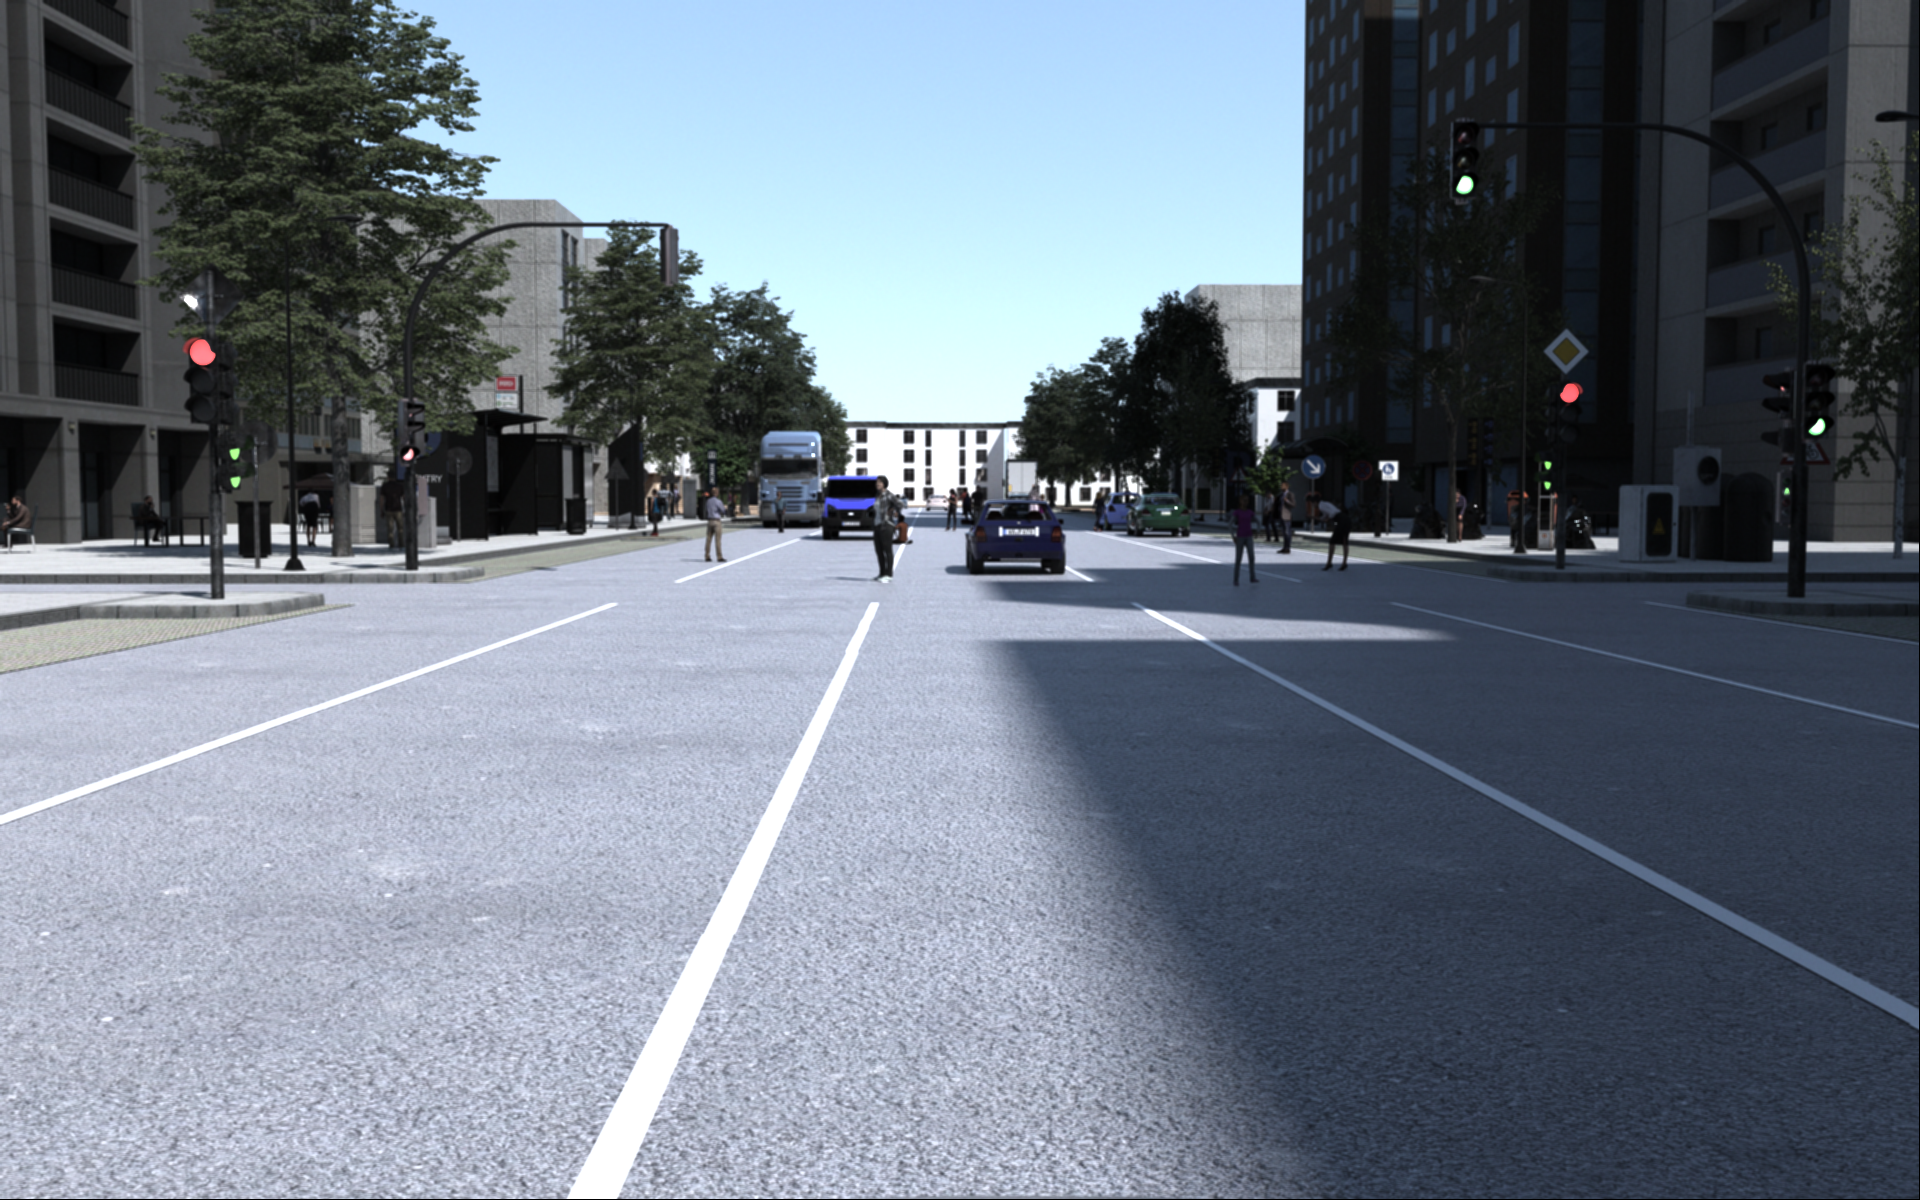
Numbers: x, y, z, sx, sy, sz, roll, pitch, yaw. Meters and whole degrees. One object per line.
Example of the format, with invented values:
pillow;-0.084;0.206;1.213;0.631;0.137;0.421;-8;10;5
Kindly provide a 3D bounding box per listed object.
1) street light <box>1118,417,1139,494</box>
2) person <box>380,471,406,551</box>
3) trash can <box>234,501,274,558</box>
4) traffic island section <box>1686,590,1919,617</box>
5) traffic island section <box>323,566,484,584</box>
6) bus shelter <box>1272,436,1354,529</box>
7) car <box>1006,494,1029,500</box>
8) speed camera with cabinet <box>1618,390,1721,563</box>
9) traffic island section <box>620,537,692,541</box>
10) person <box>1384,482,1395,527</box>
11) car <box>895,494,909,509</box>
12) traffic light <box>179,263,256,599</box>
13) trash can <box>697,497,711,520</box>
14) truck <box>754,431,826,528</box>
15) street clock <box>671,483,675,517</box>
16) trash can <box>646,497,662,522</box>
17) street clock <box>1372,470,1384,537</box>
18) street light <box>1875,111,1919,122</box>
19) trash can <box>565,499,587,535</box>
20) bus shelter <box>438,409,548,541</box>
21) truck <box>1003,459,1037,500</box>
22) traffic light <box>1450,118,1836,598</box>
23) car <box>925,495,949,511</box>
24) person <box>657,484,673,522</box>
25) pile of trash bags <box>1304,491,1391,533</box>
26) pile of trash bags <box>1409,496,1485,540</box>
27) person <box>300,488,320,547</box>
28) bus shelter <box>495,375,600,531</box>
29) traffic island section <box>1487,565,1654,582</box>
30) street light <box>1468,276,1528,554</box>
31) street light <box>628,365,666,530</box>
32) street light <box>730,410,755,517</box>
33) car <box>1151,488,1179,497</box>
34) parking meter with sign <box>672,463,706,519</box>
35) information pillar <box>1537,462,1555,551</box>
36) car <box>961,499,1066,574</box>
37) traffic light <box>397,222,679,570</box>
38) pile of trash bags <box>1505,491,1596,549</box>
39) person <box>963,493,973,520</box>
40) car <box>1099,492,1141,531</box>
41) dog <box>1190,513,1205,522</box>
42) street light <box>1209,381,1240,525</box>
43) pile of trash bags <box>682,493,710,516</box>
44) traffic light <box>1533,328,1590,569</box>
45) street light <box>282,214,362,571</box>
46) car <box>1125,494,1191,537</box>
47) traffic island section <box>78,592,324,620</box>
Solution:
street light;10.229;-8.077;104.595;1.470;5.913;1.316;0;4;-1
person;-12.786;-2.016;39.133;0.598;1.807;0.434;-1;4;-11
trash can;-14.141;-1.411;34.722;0.748;1.137;0.748;0;3;0
traffic island section;10.414;0.044;21.567;2.009;0.180;2.903;0;4;-1
traffic island section;-9.254;-0.423;29.191;2.009;0.180;2.903;0;4;-1
bus shelter;12.757;-4.254;63.469;2.014;3.302;5.546;0;4;-1
car;2.914;-4.523;83.745;2.009;1.686;4.222;0;4;-1
speed camera with cabinet;13.409;-2.345;32.677;2.038;3.252;0.660;-2;4;-25
traffic island section;-9.394;-1.895;53.843;1.991;0.108;1.994;0;4;-1
person;16.837;-3.732;67.586;0.617;1.759;0.750;-2;4;-24
car;-6.119;-9.862;173.253;2.014;1.417;4.499;0;4;0
traffic light;-9.064;-1.967;21.073;0.839;4.253;0.868;0;4;-1
trash can;-12.760;-4.566;86.308;0.748;1.137;0.748;0;3;0
truck;-7.259;-5.523;80.065;2.967;4.110;18.799;0;4;-1
street clock;-16.135;-5.661;97.134;0.358;2.002;0.471;-1;4;-14
trash can;-13.822;-4.081;78.376;0.748;1.137;0.748;0;3;0
street clock;12.457;-2.877;51.614;0.358;2.002;0.471;1;4;14
street light;11.790;-2.974;21.165;1.470;5.913;1.316;0;4;-1
trash can;-12.095;-2.625;54.573;0.748;1.137;0.748;0;3;0
bus shelter;-13.581;-3.635;50.719;1.731;3.624;6.357;0;4;-1
truck;5.013;-9.484;143.976;2.839;4.237;11.283;0;4;1
traffic light;8.284;-2.850;21.272;4.771;5.953;1.251;0;4;-1
car;-1.960;-8.347;148.834;2.083;1.381;4.827;0;3;0
person;-13.715;-4.498;80.309;0.841;1.734;0.376;0;4;-3
pile of trash bags;12.979;-2.997;58.751;1.912;1.369;3.447;-2;4;-33
pile of trash bags;14.404;-2.400;48.986;3.447;1.369;1.912;3;5;40
person;-15.878;-2.032;42.454;0.799;1.438;0.628;3;5;41
bus shelter;-14.631;-5.108;61.148;2.179;5.291;8.768;0;4;-1
traffic island section;10.264;-0.445;29.550;2.009;0.180;2.903;0;4;-1
street light;11.536;-3.951;37.140;1.470;5.913;1.316;0;4;-1
street light;-11.279;-5.495;62.387;1.470;5.913;1.316;0;4;-1
street light;-12.032;-7.542;95.851;1.470;5.913;1.316;0;4;-1
car;9.158;-4.223;78.633;1.945;1.707;3.694;0;4;-3
parking meter with sign;-13.878;-5.672;89.002;1.738;3.016;0.543;0;4;-6
information pillar;13.295;-2.126;39.254;0.304;2.012;0.304;2;4;31
car;0.997;-1.206;32.293;1.945;1.354;3.894;0;4;-1
traffic light;-7.123;-3.331;29.131;4.771;5.953;1.251;0;4;-1
pile of trash bags;14.216;-1.954;41.704;1.912;1.369;3.447;1;4;16
person;0.422;-4.242;80.546;0.574;1.496;0.600;0;4;-3
car;6.463;-3.631;68.962;1.945;1.707;3.694;0;4;-3
dog;11.141;-3.860;80.852;0.748;0.427;0.550;1;4;16
street light;10.903;-6.030;71.130;1.470;5.913;1.316;0;4;-1
pile of trash bags;-15.234;-5.651;102.138;1.912;1.369;3.447;-1;4;-19
traffic light;10.224;-2.478;29.436;0.839;4.253;0.868;0;4;-1
street light;-10.642;-3.448;28.921;1.470;5.913;1.316;0;4;-1
car;6.785;-2.910;59.377;2.131;1.459;4.920;0;3;0
traffic island section;-9.104;0.066;21.207;2.009;0.180;2.903;0;4;-1
